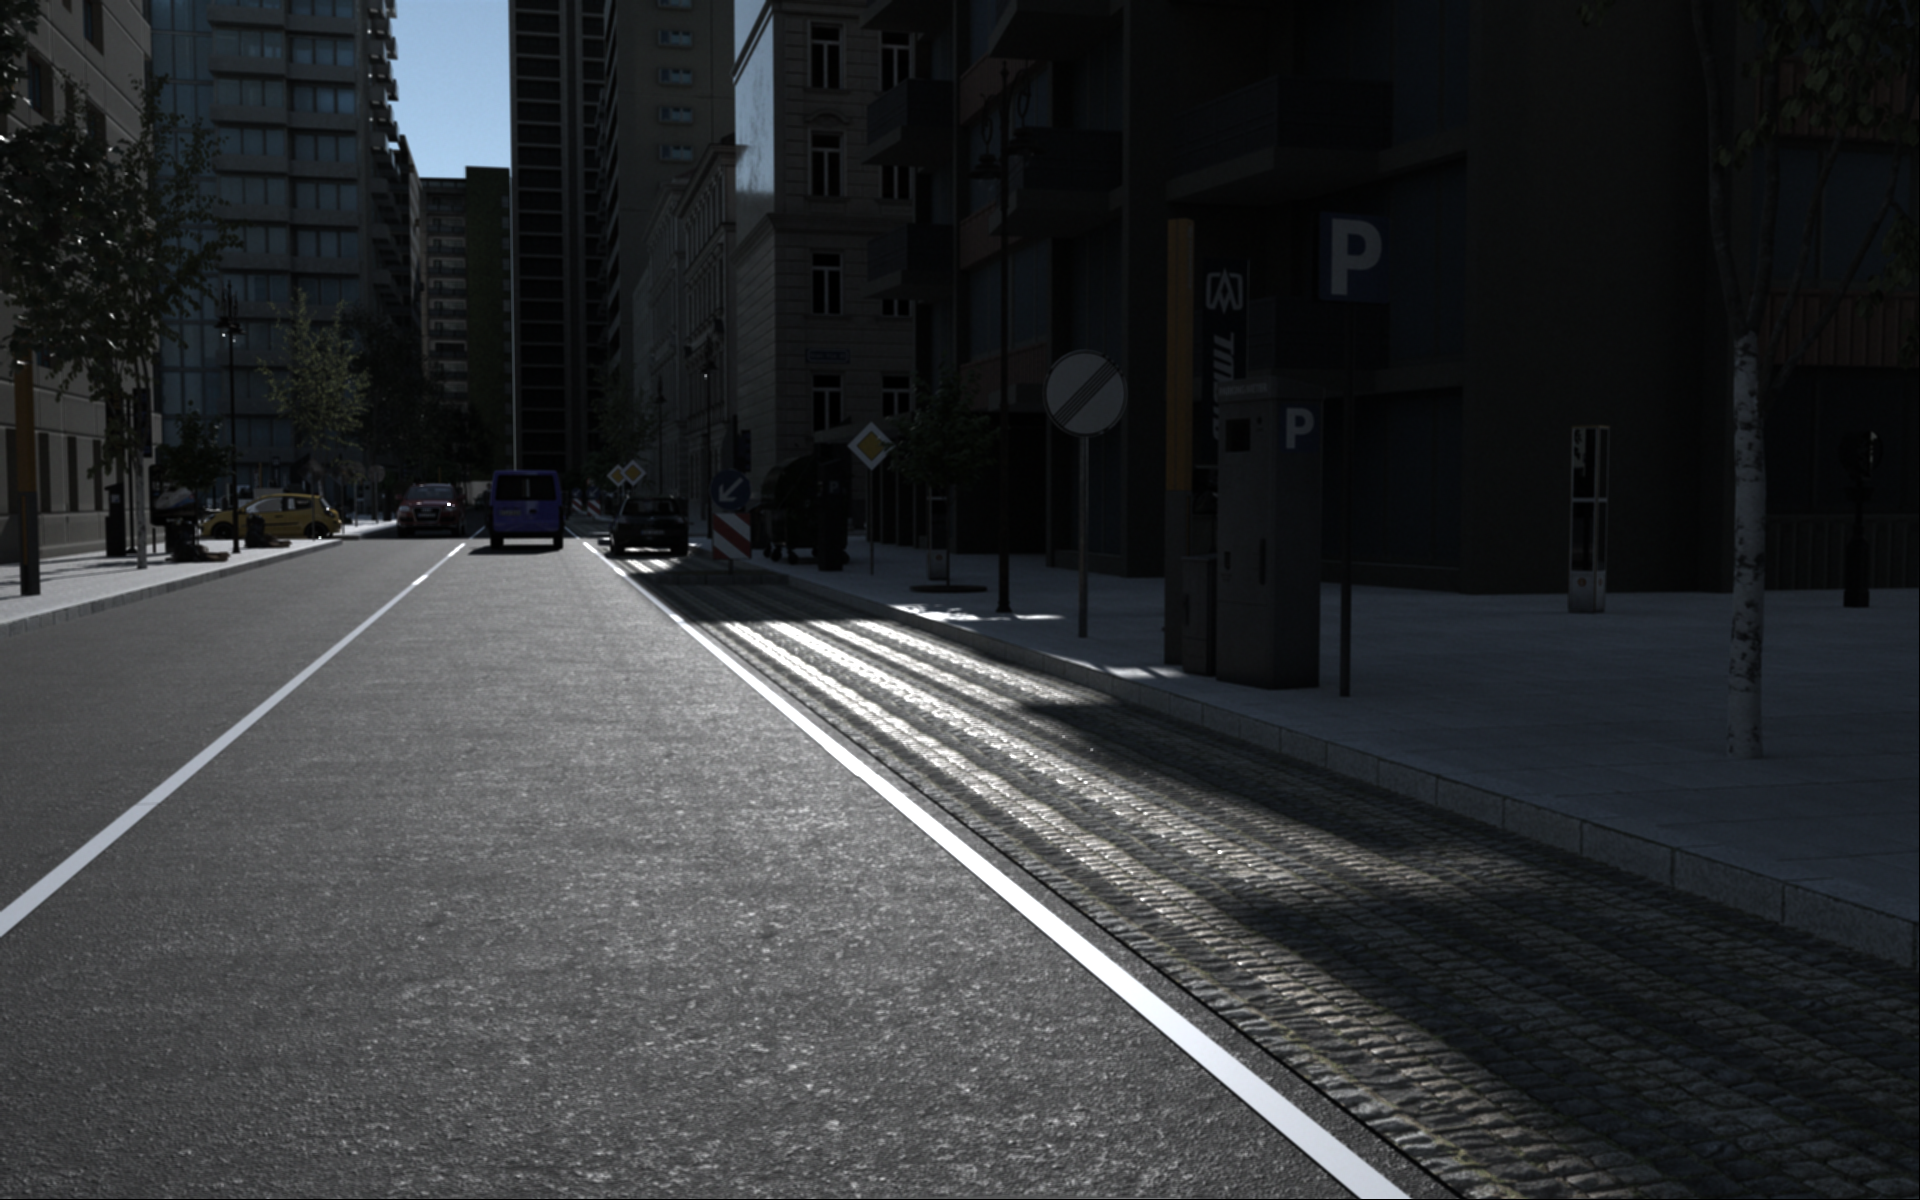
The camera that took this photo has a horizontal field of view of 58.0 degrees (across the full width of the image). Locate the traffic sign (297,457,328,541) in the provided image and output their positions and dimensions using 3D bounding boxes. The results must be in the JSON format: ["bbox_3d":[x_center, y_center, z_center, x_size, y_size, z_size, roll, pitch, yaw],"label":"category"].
[{"bbox_3d":[-17.744,-2.683,47.504,0.795,2.450,0.064,-1,4,-14],"label":"traffic sign"}]

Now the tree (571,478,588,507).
[{"bbox_3d":[-38.570,-11.181,177.417,1.663,3.219,1.824,0,3,0],"label":"tree"}]

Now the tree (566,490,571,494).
[{"bbox_3d":[-45.700,-12.786,203.644,1.663,3.219,1.824,0,3,0],"label":"tree"}]

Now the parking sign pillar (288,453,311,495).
[{"bbox_3d":[-42.800,-7.567,112.199,1.447,3.967,1.447,-3,4,-38],"label":"parking sign pillar"}]

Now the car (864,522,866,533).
[{"bbox_3d":[-0.713,-2.690,56.338,4.827,1.381,2.083,-1,4,-14],"label":"car"}]

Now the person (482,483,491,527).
[{"bbox_3d":[-20.264,-4.079,74.558,0.474,1.900,0.648,0,4,5],"label":"person"}]

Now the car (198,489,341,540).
[{"bbox_3d":[-20.671,-2.550,51.922,3.980,1.641,2.015,-1,4,-13],"label":"car"}]

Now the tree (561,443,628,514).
[{"bbox_3d":[-23.082,-7.896,112.808,4.285,4.588,4.351,0,3,0],"label":"tree"}]

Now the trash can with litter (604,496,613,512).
[{"bbox_3d":[-21.467,-5.825,106.624,0.624,1.170,1.055,-3,5,-43],"label":"trash can with litter"}]

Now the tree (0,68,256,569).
[{"bbox_3d":[-14.270,-4.834,29.401,4.737,8.622,4.395,0,3,0],"label":"tree"}]

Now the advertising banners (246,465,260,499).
[{"bbox_3d":[-41.600,-6.471,101.989,0.090,3.025,2.074,0,4,-1],"label":"advertising banners"}]

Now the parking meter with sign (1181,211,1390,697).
[{"bbox_3d":[2.090,-0.941,11.638,0.543,3.016,1.738,-2,4,-25],"label":"parking meter with sign"}]

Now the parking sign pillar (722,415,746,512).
[{"bbox_3d":[-7.777,-4.345,59.509,1.447,3.967,1.447,-2,4,-25],"label":"parking sign pillar"}]

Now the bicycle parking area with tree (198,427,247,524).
[{"bbox_3d":[-34.184,-5.258,72.967,8.231,4.147,9.016,1,4,10],"label":"bicycle parking area with tree"}]

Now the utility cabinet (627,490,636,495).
[{"bbox_3d":[-16.420,-4.767,86.620,0.318,1.500,1.173,-1,4,-19],"label":"utility cabinet"}]

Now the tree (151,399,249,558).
[{"bbox_3d":[-15.667,-2.491,35.334,1.663,3.219,1.824,0,3,0],"label":"tree"}]

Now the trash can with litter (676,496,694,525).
[{"bbox_3d":[-12.056,-3.765,72.615,2.233,1.210,1.678,-2,4,-31],"label":"trash can with litter"}]

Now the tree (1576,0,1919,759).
[{"bbox_3d":[3.888,-3.524,7.976,4.737,8.622,4.395,0,3,0],"label":"tree"}]

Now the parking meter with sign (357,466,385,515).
[{"bbox_3d":[-36.721,-6.820,107.767,1.738,3.016,0.543,0,4,5],"label":"parking meter with sign"}]

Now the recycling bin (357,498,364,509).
[{"bbox_3d":[-37.740,-5.947,109.791,0.722,1.027,0.722,1,4,17],"label":"recycling bin"}]

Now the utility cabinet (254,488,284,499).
[{"bbox_3d":[-25.593,-3.406,64.362,1.173,1.500,0.318,-2,4,-27],"label":"utility cabinet"}]

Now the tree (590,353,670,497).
[{"bbox_3d":[-17.440,-8.553,90.210,4.737,8.622,4.395,0,3,0],"label":"tree"}]

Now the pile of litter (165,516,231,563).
[{"bbox_3d":[-14.609,-1.175,33.171,1.176,0.858,1.719,-1,4,-20],"label":"pile of litter"}]

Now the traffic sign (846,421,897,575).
[{"bbox_3d":[-1.397,-1.600,27.340,0.795,2.450,0.064,-1,4,-9],"label":"traffic sign"}]

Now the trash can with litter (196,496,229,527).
[{"bbox_3d":[-29.885,-3.452,67.495,1.678,1.210,2.233,2,4,30],"label":"trash can with litter"}]

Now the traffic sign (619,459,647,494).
[{"bbox_3d":[-9.355,-2.810,49.585,0.795,2.450,0.064,-1,4,-14],"label":"traffic sign"}]

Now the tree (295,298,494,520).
[{"bbox_3d":[-28.671,-9.125,83.600,8.767,10.594,7.601,2,4,32],"label":"tree"}]

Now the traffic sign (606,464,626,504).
[{"bbox_3d":[-11.303,-3.284,57.330,0.795,2.450,0.064,-1,4,-14],"label":"traffic sign"}]

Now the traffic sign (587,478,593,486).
[{"bbox_3d":[-27.012,-7.774,127.204,0.768,2.556,0.104,0,4,-6],"label":"traffic sign"}]

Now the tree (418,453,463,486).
[{"bbox_3d":[-44.409,-10.016,147.478,4.285,4.588,4.351,0,3,0],"label":"tree"}]

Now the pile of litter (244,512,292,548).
[{"bbox_3d":[-16.706,-1.698,41.731,1.176,0.858,1.719,0,4,-8],"label":"pile of litter"}]

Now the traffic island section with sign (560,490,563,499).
[{"bbox_3d":[-24.171,-6.118,108.652,1.989,1.847,2.006,-1,4,-14],"label":"traffic island section with sign"}]

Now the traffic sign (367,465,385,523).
[{"bbox_3d":[-25.438,-4.612,75.516,0.768,2.556,0.104,0,4,-4],"label":"traffic sign"}]

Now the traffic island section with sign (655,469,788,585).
[{"bbox_3d":[-3.899,-1.186,28.019,1.989,1.847,2.006,-1,4,-14],"label":"traffic island section with sign"}]

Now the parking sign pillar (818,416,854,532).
[{"bbox_3d":[-4.374,-4.348,59.562,1.447,3.967,1.447,0,4,0],"label":"parking sign pillar"}]

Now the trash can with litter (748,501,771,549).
[{"bbox_3d":[-4.883,-1.774,40.400,1.055,1.170,0.624,1,4,15],"label":"trash can with litter"}]

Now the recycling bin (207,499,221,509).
[{"bbox_3d":[-41.629,-5.163,96.967,0.722,1.027,0.722,2,4,27],"label":"recycling bin"}]

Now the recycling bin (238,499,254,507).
[{"bbox_3d":[-34.844,-4.423,84.869,0.722,1.027,0.722,1,4,9],"label":"recycling bin"}]

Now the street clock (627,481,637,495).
[{"bbox_3d":[-15.658,-4.779,82.706,0.471,2.002,0.358,-1,4,-14],"label":"street clock"}]

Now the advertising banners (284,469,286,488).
[{"bbox_3d":[-47.511,-7.711,122.268,0.090,3.025,2.074,-2,4,-30],"label":"advertising banners"}]

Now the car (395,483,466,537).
[{"bbox_3d":[-18.040,-3.092,59.220,2.281,1.827,5.304,-1,4,-13],"label":"car"}]

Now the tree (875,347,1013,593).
[{"bbox_3d":[-0.176,-1.737,23.002,1.663,3.219,1.824,0,3,0],"label":"tree"}]

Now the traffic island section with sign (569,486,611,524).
[{"bbox_3d":[-17.590,-4.519,82.509,1.989,1.847,2.006,-1,4,-14],"label":"traffic island section with sign"}]

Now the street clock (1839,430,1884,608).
[{"bbox_3d":[10.172,-0.919,19.597,0.471,2.002,0.358,-2,4,-27],"label":"street clock"}]

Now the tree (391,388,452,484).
[{"bbox_3d":[-34.438,-9.822,110.957,4.737,8.622,4.395,0,3,0],"label":"tree"}]

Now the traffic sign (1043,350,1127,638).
[{"bbox_3d":[1.100,-0.936,15.414,0.768,2.556,0.104,-1,4,-10],"label":"traffic sign"}]

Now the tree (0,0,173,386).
[{"bbox_3d":[-10.879,-5.836,12.428,9.611,12.733,9.660,0,3,0],"label":"tree"}]

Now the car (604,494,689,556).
[{"bbox_3d":[-7.484,-1.938,41.481,2.009,1.686,4.222,-1,4,-13],"label":"car"}]

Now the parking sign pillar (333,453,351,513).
[{"bbox_3d":[-41.365,-7.772,115.549,1.447,3.967,1.447,-3,4,-38],"label":"parking sign pillar"}]

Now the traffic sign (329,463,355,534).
[{"bbox_3d":[-19.692,-3.156,55.249,0.795,2.450,0.064,-1,4,-14],"label":"traffic sign"}]

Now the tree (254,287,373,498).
[{"bbox_3d":[-22.648,-6.779,61.201,4.360,8.622,3.978,0,3,0],"label":"tree"}]

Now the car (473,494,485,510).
[{"bbox_3d":[-42.559,-8.781,155.359,2.131,1.459,4.920,-1,4,-15],"label":"car"}]

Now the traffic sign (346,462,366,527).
[{"bbox_3d":[-23.703,-4.149,67.939,0.768,2.556,0.104,-1,4,-14],"label":"traffic sign"}]

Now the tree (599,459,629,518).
[{"bbox_3d":[-20.815,-6.740,104.804,1.663,3.219,1.824,0,3,0],"label":"tree"}]

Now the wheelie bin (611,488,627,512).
[{"bbox_3d":[-18.094,-5.154,92.170,0.980,1.594,0.693,2,4,24],"label":"wheelie bin"}]

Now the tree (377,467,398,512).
[{"bbox_3d":[-41.269,-7.992,125.273,1.663,3.219,1.824,0,3,0],"label":"tree"}]

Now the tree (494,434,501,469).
[{"bbox_3d":[-31.643,-10.034,98.472,8.767,10.594,7.601,3,4,39],"label":"tree"}]

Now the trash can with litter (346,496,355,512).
[{"bbox_3d":[-42.649,-6.746,121.687,1.055,1.170,0.624,-1,4,-22],"label":"trash can with litter"}]
